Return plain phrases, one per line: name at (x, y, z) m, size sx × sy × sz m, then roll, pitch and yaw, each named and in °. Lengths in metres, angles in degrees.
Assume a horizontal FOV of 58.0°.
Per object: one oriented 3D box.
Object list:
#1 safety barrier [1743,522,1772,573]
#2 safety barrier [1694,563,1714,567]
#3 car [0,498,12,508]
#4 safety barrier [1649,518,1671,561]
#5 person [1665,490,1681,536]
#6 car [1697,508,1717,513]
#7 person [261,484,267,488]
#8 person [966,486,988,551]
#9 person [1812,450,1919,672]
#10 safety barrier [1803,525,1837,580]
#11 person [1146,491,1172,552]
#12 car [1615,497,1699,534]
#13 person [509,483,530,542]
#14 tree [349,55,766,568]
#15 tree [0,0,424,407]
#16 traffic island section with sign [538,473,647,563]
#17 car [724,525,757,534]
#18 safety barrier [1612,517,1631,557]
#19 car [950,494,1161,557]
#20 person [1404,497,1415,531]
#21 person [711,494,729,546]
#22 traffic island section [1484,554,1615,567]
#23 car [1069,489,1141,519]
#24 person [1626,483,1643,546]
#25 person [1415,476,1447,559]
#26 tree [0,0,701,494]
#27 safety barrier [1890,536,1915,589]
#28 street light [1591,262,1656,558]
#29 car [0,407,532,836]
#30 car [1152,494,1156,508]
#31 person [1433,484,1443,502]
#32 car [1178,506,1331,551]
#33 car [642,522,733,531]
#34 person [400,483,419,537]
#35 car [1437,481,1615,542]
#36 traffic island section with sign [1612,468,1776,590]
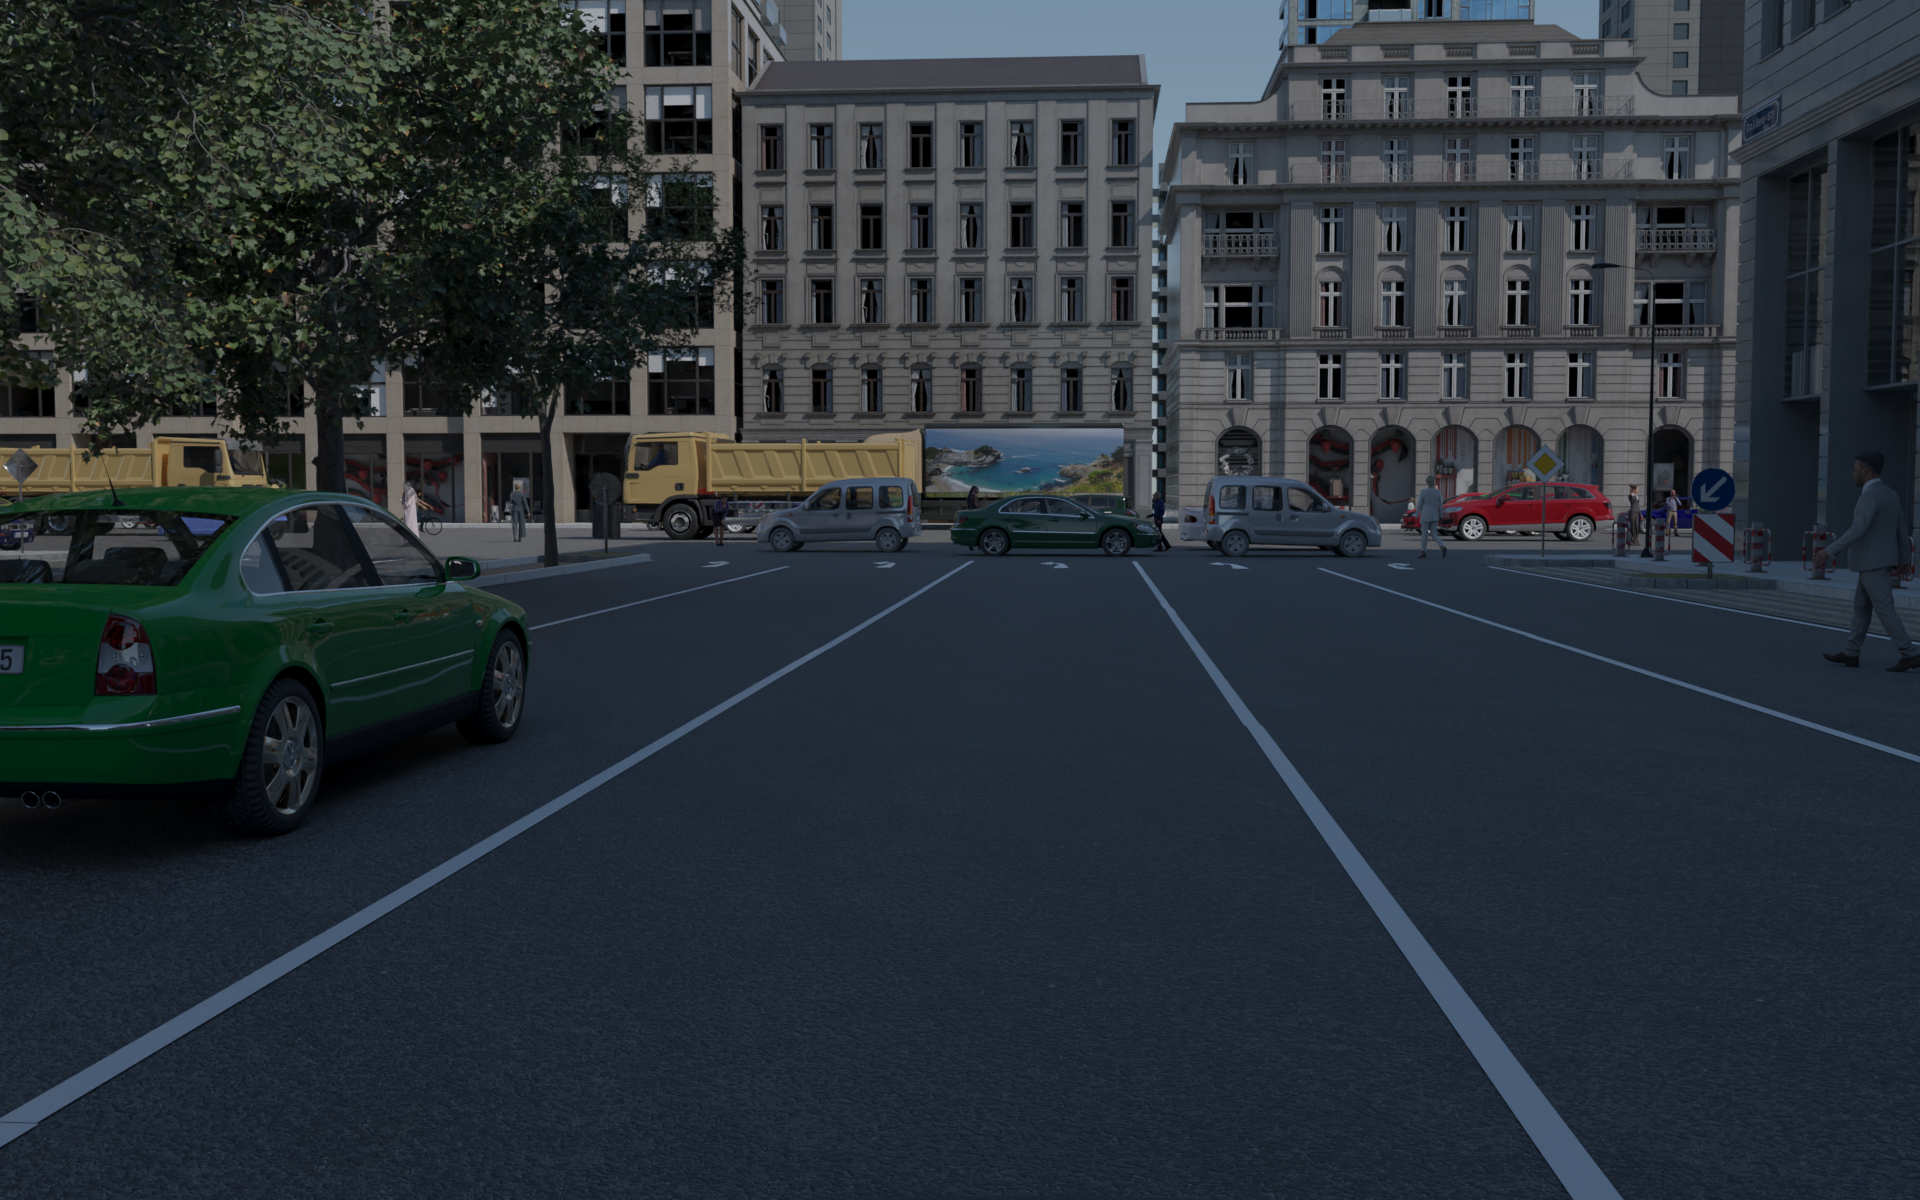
safety barrier at (13.016, -0.857, 28.286) m, size 0.300 × 0.817 × 1.120 m, roll 0°, pitch 4°, yaw 4°
safety barrier at (13.190, -1.004, 30.683) m, size 0.300 × 0.817 × 1.120 m, roll 0°, pitch 4°, yaw 4°
car at (-36.474, -3.315, 62.994) m, size 4.718 × 1.807 × 1.959 m, roll 0°, pitch 4°, yaw 3°
safety barrier at (13.366, -1.150, 33.079) m, size 0.300 × 0.817 × 1.120 m, roll 0°, pitch 4°, yaw 4°
person at (24.215, -2.952, 58.830) m, size 0.516 × 1.574 × 0.319 m, roll 0°, pitch 4°, yaw 0°
car at (25.739, -2.751, 56.775) m, size 2.131 × 1.459 × 4.920 m, roll 0°, pitch 4°, yaw 3°
person at (-22.394, -2.854, 55.717) m, size 0.362 × 1.759 × 0.519 m, roll 1°, pitch 4°, yaw 21°
person at (0.437, -2.069, 43.790) m, size 0.593 × 1.643 × 0.415 m, roll 1°, pitch 4°, yaw 13°
person at (7.458, -0.327, 14.123) m, size 0.678 × 1.792 × 0.850 m, roll -3°, pitch 5°, yaw -41°
safety barrier at (12.842, -0.710, 25.886) m, size 0.300 × 0.817 × 1.120 m, roll 0°, pitch 4°, yaw 4°
person at (4.911, -1.957, 43.186) m, size 0.600 × 1.496 × 0.574 m, roll 2°, pitch 4°, yaw 28°
car at (25.742, -3.042, 62.318) m, size 3.894 × 1.354 × 1.945 m, roll 0°, pitch 4°, yaw 6°
person at (-13.170, -2.617, 51.709) m, size 0.576 × 1.772 × 0.534 m, roll -2°, pitch 4°, yaw -28°
tree at (-7.687, -5.869, 32.821) m, size 8.767 × 10.594 × 7.601 m, roll 0°, pitch 4°, yaw 4°
tree at (-9.147, -6.426, 14.180) m, size 9.857 × 13.997 × 8.962 m, roll 0°, pitch 3°, yaw 0°
traffic island section with sign at (-7.705, -1.757, 36.864) m, size 2.006 × 1.907 × 1.989 m, roll 0°, pitch 4°, yaw 4°
car at (-6.372, -3.339, 63.261) m, size 5.304 × 1.827 × 2.281 m, roll 0°, pitch 4°, yaw 6°
safety barrier at (13.544, -1.297, 35.482) m, size 0.300 × 0.817 × 1.120 m, roll 0°, pitch 4°, yaw 4°
car at (2.223, -1.755, 40.492) m, size 4.920 × 1.459 × 2.131 m, roll 0°, pitch 4°, yaw 6°
person at (17.275, -3.288, 66.540) m, size 0.394 × 1.301 × 0.425 m, roll 2°, pitch 4°, yaw 29°
person at (-6.558, -2.188, 47.514) m, size 0.421 × 1.427 × 0.697 m, roll -2°, pitch 4°, yaw -31°
traffic island section at (11.866, -0.791, 35.208) m, size 2.009 × 0.180 × 2.903 m, roll 0°, pitch 4°, yaw 4°
car at (3.906, -2.903, 57.254) m, size 4.222 × 1.686 × 2.009 m, roll 0°, pitch 4°, yaw 3°
person at (18.678, -2.362, 47.916) m, size 0.445 × 1.727 × 0.742 m, roll 1°, pitch 4°, yaw 17°
person at (10.405, -1.824, 38.198) m, size 0.514 × 1.842 × 0.818 m, roll -2°, pitch 4°, yaw -27°
tree at (-8.832, -6.401, 24.127) m, size 9.611 × 12.733 × 9.660 m, roll 0°, pitch 3°, yaw 0°
safety barrier at (12.669, -0.563, 23.484) m, size 0.300 × 0.817 × 1.120 m, roll 0°, pitch 4°, yaw 4°
street light at (13.352, -3.811, 34.847) m, size 1.470 × 5.913 × 1.316 m, roll 0°, pitch 4°, yaw 4°
car at (-3.584, 0.007, 8.682) m, size 1.959 × 1.807 × 4.718 m, roll 0°, pitch 4°, yaw 5°
car at (17.597, -9.202, 160.247) m, size 2.009 × 1.686 × 4.222 m, roll 0°, pitch 4°, yaw 5°
person at (18.274, -3.557, 66.679) m, size 0.660 × 1.820 × 0.620 m, roll -1°, pitch 4°, yaw -16°
car at (8.041, -1.969, 44.562) m, size 4.827 × 1.381 × 2.083 m, roll 0°, pitch 4°, yaw 3°
car at (-10.467, -3.534, 68.004) m, size 3.980 × 1.641 × 2.015 m, roll 0°, pitch 4°, yaw 5°
person at (-15.049, -2.329, 47.252) m, size 0.621 × 1.740 × 0.551 m, roll -3°, pitch 5°, yaw -40°
car at (17.245, -2.717, 53.097) m, size 5.304 × 1.827 × 2.281 m, roll 0°, pitch 4°, yaw 6°
traffic island section with sign at (11.269, -1.113, 26.820) m, size 1.989 × 1.847 × 2.006 m, roll 0°, pitch 4°, yaw 4°
